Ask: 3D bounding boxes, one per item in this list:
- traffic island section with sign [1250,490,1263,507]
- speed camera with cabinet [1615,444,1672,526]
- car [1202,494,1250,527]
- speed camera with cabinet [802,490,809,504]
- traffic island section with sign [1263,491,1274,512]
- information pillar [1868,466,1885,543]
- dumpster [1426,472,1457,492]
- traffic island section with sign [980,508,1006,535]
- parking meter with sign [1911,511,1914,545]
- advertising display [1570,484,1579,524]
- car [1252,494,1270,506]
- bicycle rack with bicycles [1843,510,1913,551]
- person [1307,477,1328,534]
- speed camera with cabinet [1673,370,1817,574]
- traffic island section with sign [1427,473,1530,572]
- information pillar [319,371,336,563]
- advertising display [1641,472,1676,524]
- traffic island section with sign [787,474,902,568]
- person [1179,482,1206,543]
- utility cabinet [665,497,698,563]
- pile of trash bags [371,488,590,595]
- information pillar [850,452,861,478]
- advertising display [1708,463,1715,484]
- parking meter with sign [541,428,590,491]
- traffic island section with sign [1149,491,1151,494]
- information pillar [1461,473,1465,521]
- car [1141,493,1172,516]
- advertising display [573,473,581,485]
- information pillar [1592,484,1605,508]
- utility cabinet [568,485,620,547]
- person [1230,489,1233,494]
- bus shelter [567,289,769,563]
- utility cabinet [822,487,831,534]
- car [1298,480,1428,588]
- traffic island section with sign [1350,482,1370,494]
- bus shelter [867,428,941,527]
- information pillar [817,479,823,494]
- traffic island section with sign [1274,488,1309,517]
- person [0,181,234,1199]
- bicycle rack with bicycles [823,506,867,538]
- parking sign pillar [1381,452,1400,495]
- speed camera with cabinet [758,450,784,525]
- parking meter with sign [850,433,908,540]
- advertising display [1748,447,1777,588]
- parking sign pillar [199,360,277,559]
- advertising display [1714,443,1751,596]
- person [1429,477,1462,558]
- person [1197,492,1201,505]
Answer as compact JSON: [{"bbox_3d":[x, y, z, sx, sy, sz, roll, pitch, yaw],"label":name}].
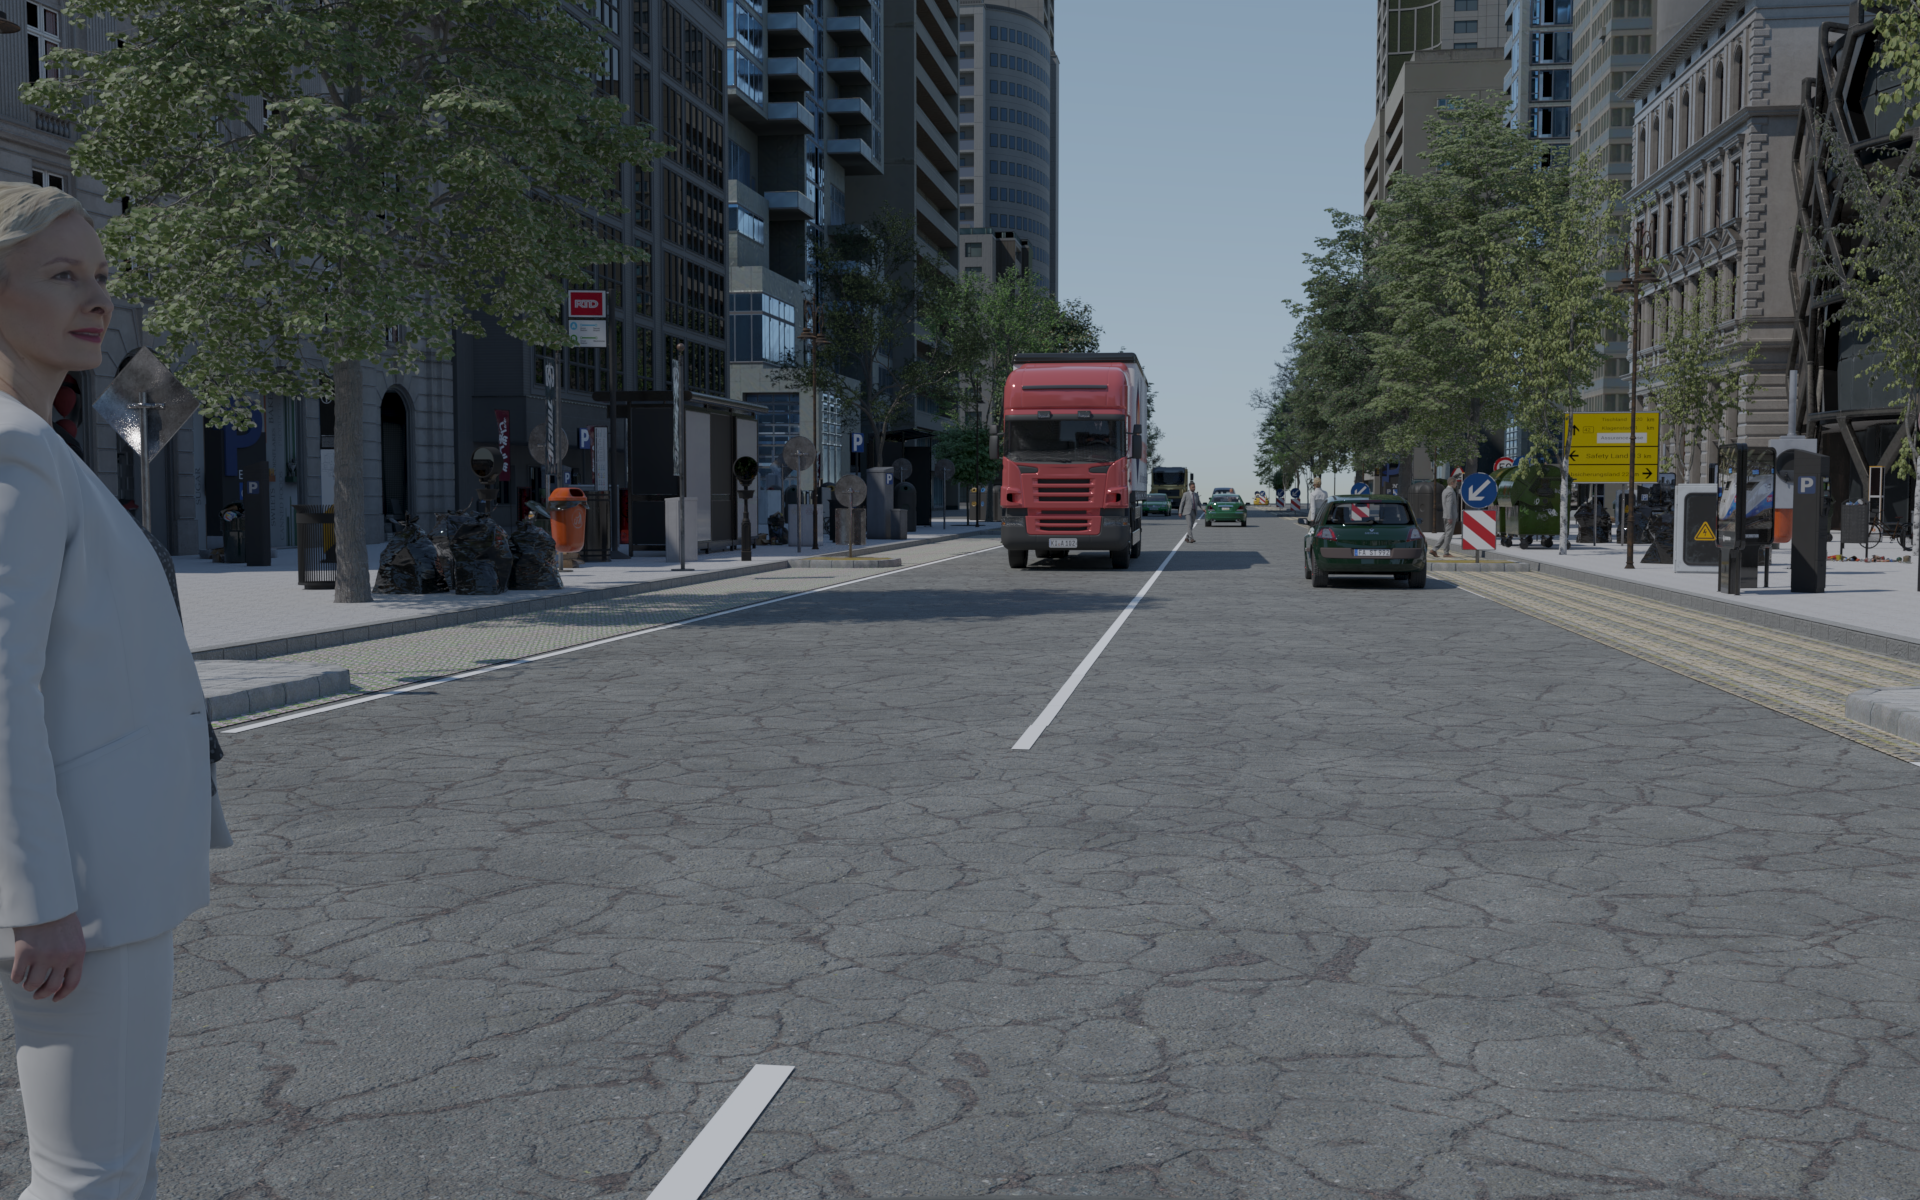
[{"bbox_3d":[33.076,-11.099,190.102,1.989,1.847,2.006,1,4,8],"label":"traffic island section with sign"},{"bbox_3d":[27.055,-4.534,68.474,2.038,3.252,0.660,3,4,37],"label":"speed camera with cabinet"},{"bbox_3d":[11.826,-3.984,76.939,2.131,1.459,4.920,1,4,9],"label":"car"},{"bbox_3d":[-7.687,-5.096,77.654,2.038,3.252,0.660,2,4,23],"label":"speed camera with cabinet"},{"bbox_3d":[24.960,-7.773,135.715,1.989,1.847,2.006,1,4,8],"label":"traffic island section with sign"},{"bbox_3d":[24.211,-2.525,45.769,0.304,2.012,0.304,3,5,42],"label":"information pillar"},{"bbox_3d":[21.387,-4.581,77.391,1.502,2.255,1.985,1,4,8],"label":"dumpster"},{"bbox_3d":[1.807,-3.213,61.162,1.989,1.847,2.006,1,4,8],"label":"traffic island section with sign"},{"bbox_3d":[24.410,-2.890,43.519,0.543,3.016,1.738,3,5,44],"label":"parking meter with sign"},{"bbox_3d":[25.753,-4.182,73.593,0.974,1.923,0.123,1,4,23],"label":"advertising display"},{"bbox_3d":[34.735,-11.600,199.879,2.015,1.641,3.980,1,4,8],"label":"car"},{"bbox_3d":[22.030,-1.626,39.971,2.925,0.926,2.852,-1,4,-16],"label":"bicycle rack with bicycles"},{"bbox_3d":[7.832,-1.775,37.749,0.478,1.798,0.641,0,4,-7],"label":"person"},{"bbox_3d":[12.608,-2.049,27.843,2.038,3.252,0.660,1,4,22],"label":"speed camera with cabinet"},{"bbox_3d":[9.571,-1.473,32.704,1.989,1.847,2.006,1,4,8],"label":"traffic island section with sign"},{"bbox_3d":[-11.651,-2.498,32.198,0.504,3.616,0.183,0,4,5],"label":"information pillar"},{"bbox_3d":[20.860,-2.847,51.770,0.974,1.923,0.123,1,4,15],"label":"advertising display"},{"bbox_3d":[-2.213,-1.563,34.177,1.989,1.847,2.006,1,4,8],"label":"traffic island section with sign"},{"bbox_3d":[6.767,-2.564,50.703,0.678,1.792,0.850,-1,4,-23],"label":"person"},{"bbox_3d":[-5.294,-1.330,32.899,0.306,1.237,1.020,1,4,11],"label":"utility cabinet"},{"bbox_3d":[-6.212,-0.844,23.546,1.912,1.369,3.447,2,4,24],"label":"pile of trash bags"},{"bbox_3d":[-4.055,-4.625,66.975,0.504,3.616,0.183,3,4,38],"label":"information pillar"},{"bbox_3d":[15.881,-1.909,36.424,0.123,1.923,0.974,2,4,34],"label":"advertising display"},{"bbox_3d":[-10.731,-3.045,46.046,1.738,3.016,0.543,1,4,17],"label":"parking meter with sign"},{"bbox_3d":[21.424,-11.243,192.456,1.989,1.847,2.006,1,4,8],"label":"traffic island section with sign"},{"bbox_3d":[17.421,-3.360,59.435,0.304,2.012,0.304,-2,4,-26],"label":"information pillar"},{"bbox_3d":[12.749,-6.340,112.455,1.959,1.807,4.718,1,4,10],"label":"car"},{"bbox_3d":[-11.684,-2.915,52.882,0.123,1.923,0.974,0,4,-6],"label":"advertising display"},{"bbox_3d":[19.867,-3.022,53.909,0.304,2.012,0.304,0,3,0],"label":"information pillar"},{"bbox_3d":[-8.743,-2.000,41.376,1.173,1.500,0.318,-1,4,-10],"label":"utility cabinet"},{"bbox_3d":[16.073,-5.736,102.830,0.434,1.755,0.990,-1,4,-14],"label":"person"},{"bbox_3d":[-6.219,-3.603,36.538,2.179,5.291,8.768,1,4,8],"label":"bus shelter"},{"bbox_3d":[-4.295,-2.887,55.880,0.318,1.500,1.173,0,4,-4],"label":"utility cabinet"},{"bbox_3d":[6.463,-1.103,27.819,2.009,1.686,4.222,1,4,9],"label":"car"},{"bbox_3d":[13.555,-3.106,59.404,1.989,1.847,2.006,1,4,8],"label":"traffic island section with sign"},{"bbox_3d":[-2.052,-4.495,64.770,1.731,3.624,6.357,1,4,9],"label":"bus shelter"},{"bbox_3d":[-6.687,-4.749,82.130,0.304,2.012,0.304,2,4,26],"label":"information pillar"},{"bbox_3d":[20.970,-6.140,109.012,1.989,1.847,2.006,1,4,8],"label":"traffic island section with sign"},{"bbox_3d":[-1.266,0.372,2.293,0.514,1.842,0.818,2,4,35],"label":"person"},{"bbox_3d":[-3.227,-2.344,51.712,2.925,0.926,2.852,0,4,6],"label":"bicycle rack with bicycles"},{"bbox_3d":[20.824,-5.785,83.059,1.447,3.967,1.447,1,4,9],"label":"parking sign pillar"},{"bbox_3d":[-8.373,-4.800,72.812,0.660,3.252,2.038,2,4,33],"label":"speed camera with cabinet"},{"bbox_3d":[-2.269,-3.225,48.993,1.738,3.016,0.543,2,4,35],"label":"parking meter with sign"},{"bbox_3d":[10.715,-1.123,23.575,0.974,1.923,0.123,-2,4,-27],"label":"advertising display"},{"bbox_3d":[-14.460,-2.821,34.600,1.447,3.967,1.447,1,4,17],"label":"parking sign pillar"},{"bbox_3d":[9.911,-1.043,22.271,0.123,1.923,0.974,1,4,10],"label":"advertising display"},{"bbox_3d":[10.985,-1.849,38.845,0.853,1.813,0.709,0,4,-2],"label":"person"},{"bbox_3d":[31.336,-13.366,227.569,0.750,1.759,0.617,0,4,-8],"label":"person"}]
